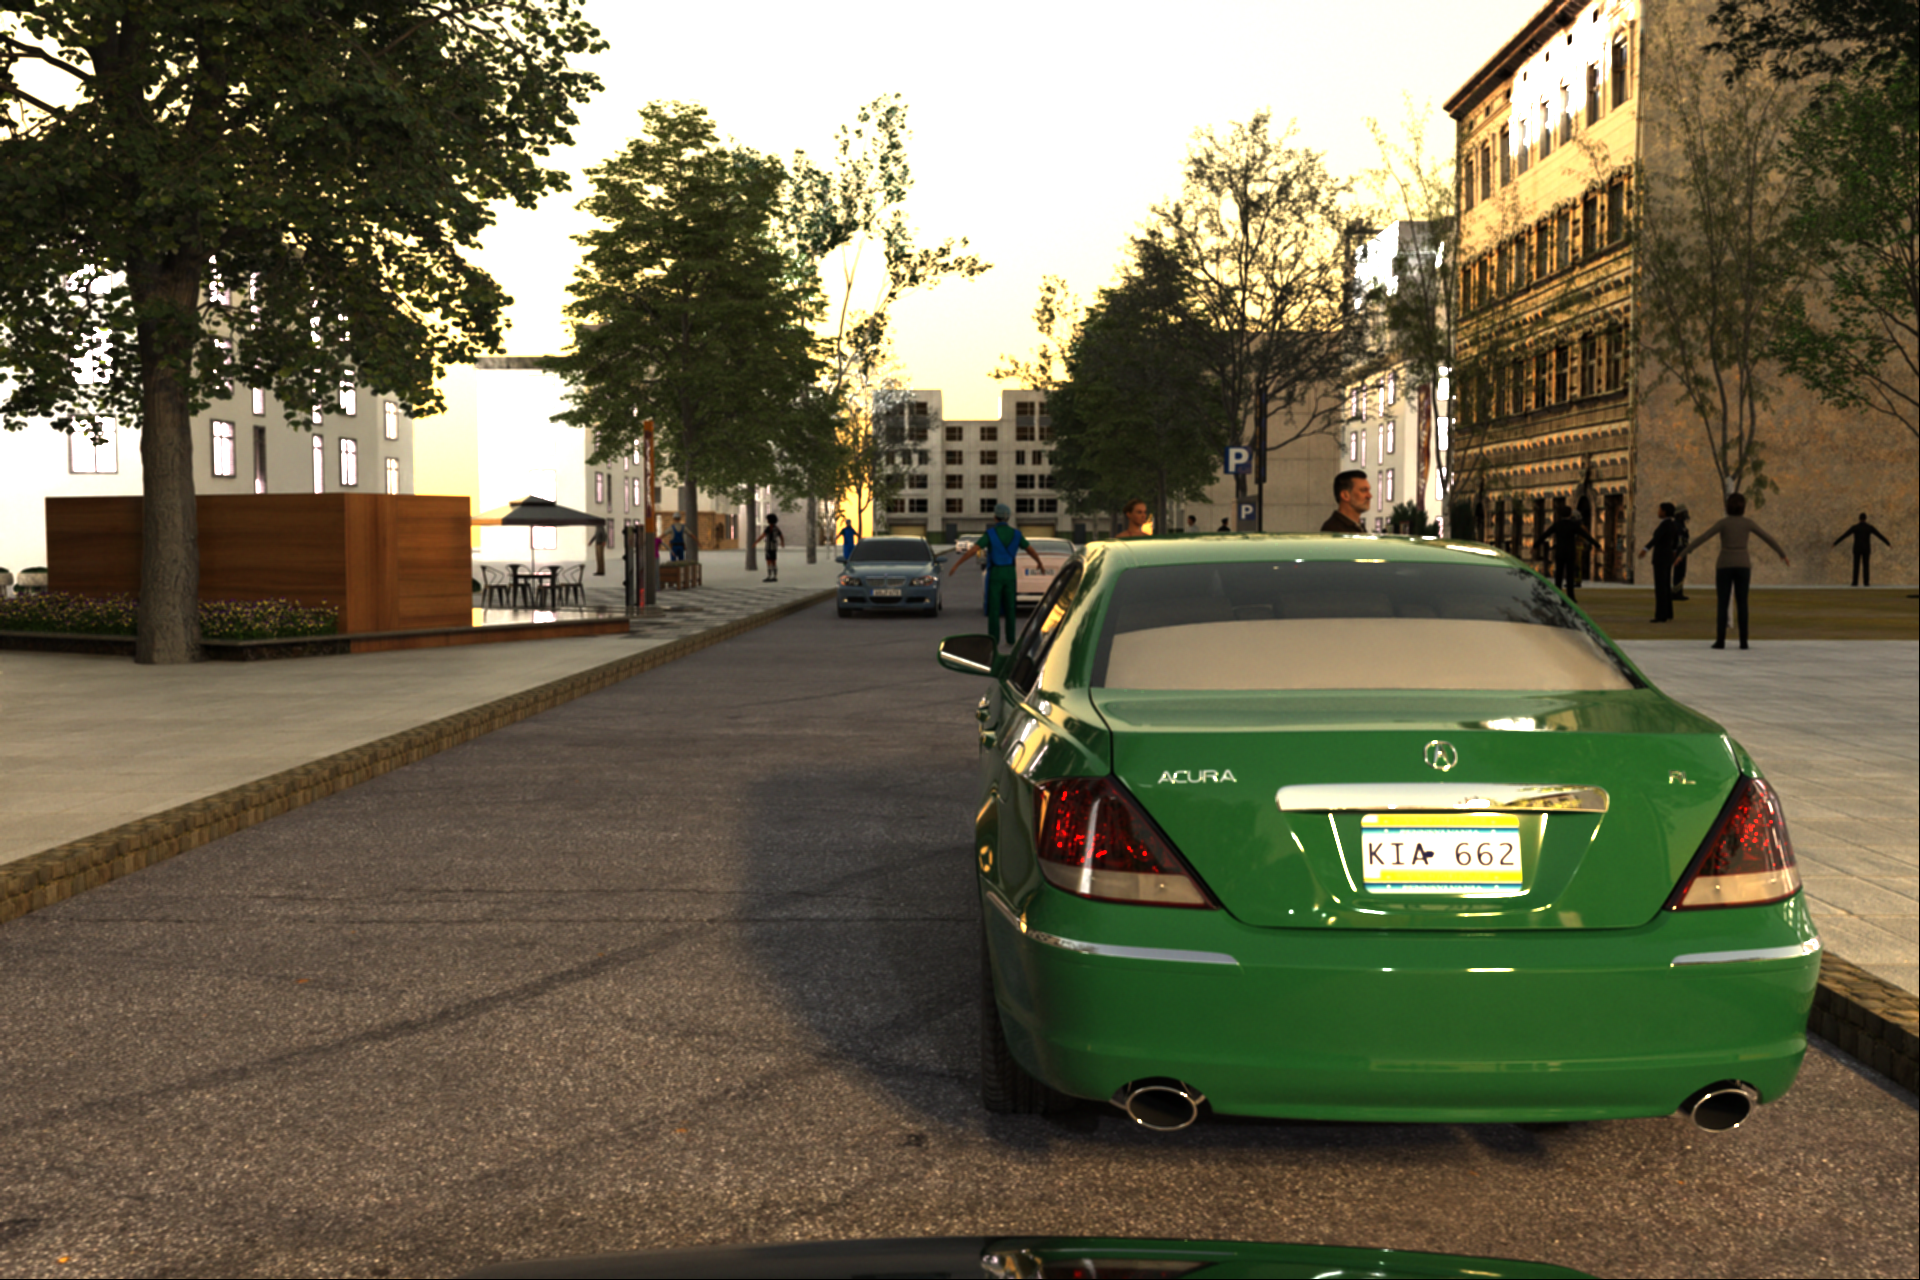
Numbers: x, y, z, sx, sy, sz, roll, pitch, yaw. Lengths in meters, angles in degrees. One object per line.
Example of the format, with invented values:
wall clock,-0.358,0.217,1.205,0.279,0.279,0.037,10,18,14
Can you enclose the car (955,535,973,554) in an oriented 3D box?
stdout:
car,0.673,-7.040,127.472,2.083,1.381,4.827,0,4,1

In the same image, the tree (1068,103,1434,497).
tree,8.267,-8.569,50.466,12.009,13.543,11.850,0,3,0

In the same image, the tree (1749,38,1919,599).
tree,19.753,-6.648,34.455,9.928,11.665,9.643,0,3,0

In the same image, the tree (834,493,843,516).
tree,-17.819,-17.031,212.871,7.601,10.594,8.767,-1,4,-9

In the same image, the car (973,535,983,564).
car,1.665,-4.608,85.564,2.015,1.641,3.980,0,3,0

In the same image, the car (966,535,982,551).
car,1.438,-6.421,117.347,2.083,1.381,4.827,0,4,1

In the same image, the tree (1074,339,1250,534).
tree,9.001,-8.774,77.865,8.767,10.594,7.601,1,4,15

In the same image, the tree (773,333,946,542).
tree,-5.881,-11.809,103.445,12.009,13.543,11.850,0,3,0

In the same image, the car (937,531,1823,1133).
car,0.973,0.373,5.696,2.131,1.459,4.920,0,4,1

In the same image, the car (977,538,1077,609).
car,1.360,-1.181,31.679,2.083,1.381,4.827,0,3,0

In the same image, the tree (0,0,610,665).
tree,-8.027,-6.745,16.940,9.857,13.997,8.962,0,3,0

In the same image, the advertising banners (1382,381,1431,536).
advertising banners,5.384,-1.512,20.917,0.090,3.025,2.074,0,4,1

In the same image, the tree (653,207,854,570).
tree,-7.794,-8.738,60.990,7.486,12.596,7.792,0,3,0

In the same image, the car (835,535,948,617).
car,-1.217,-1.182,31.326,2.014,1.417,4.499,0,4,1

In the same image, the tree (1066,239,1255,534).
tree,7.700,-9.107,67.019,7.486,12.596,7.792,0,3,0

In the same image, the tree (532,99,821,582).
tree,-7.503,-7.838,46.284,7.486,12.596,7.792,0,3,0

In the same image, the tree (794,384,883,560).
tree,-6.234,-8.200,84.428,4.737,8.622,4.395,0,3,0

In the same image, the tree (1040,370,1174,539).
tree,9.753,-12.354,108.637,9.857,13.997,8.962,0,3,0

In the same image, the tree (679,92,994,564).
tree,-5.174,-13.332,73.863,12.611,20.169,13.585,0,3,0

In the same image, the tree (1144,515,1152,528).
tree,25.082,-17.921,211.132,7.486,12.596,7.792,0,3,0

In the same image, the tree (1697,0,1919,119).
tree,8.015,-4.634,10.171,7.601,10.594,8.767,-1,4,-9

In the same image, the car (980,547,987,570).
car,1.689,-3.674,69.853,2.009,1.686,4.222,0,4,0

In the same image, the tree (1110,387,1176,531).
tree,8.901,-8.281,85.763,4.360,8.622,3.978,0,3,0

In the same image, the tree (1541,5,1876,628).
tree,10.770,-4.477,23.554,4.360,8.622,3.978,0,3,0

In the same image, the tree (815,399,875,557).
tree,-6.924,-8.829,94.708,4.360,8.622,3.978,0,3,0

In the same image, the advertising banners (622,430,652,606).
advertising banners,-5.321,-1.990,28.731,0.090,3.025,2.074,0,4,3

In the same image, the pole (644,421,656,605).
pole,-5.609,-2.292,31.313,0.158,3.312,0.155,0,3,0

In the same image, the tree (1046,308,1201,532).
tree,9.218,-11.518,94.982,9.857,13.997,8.962,0,3,0

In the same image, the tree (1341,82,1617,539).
tree,8.085,-4.819,29.155,4.360,8.622,3.978,0,3,0

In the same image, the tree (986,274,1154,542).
tree,8.776,-16.607,127.413,12.611,20.169,13.585,0,3,0

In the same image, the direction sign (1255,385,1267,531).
direction sign,4.642,-2.127,26.776,0.379,3.537,0.876,0,4,0

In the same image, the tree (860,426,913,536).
tree,-5.521,-10.313,118.983,4.737,8.622,4.395,0,3,0
